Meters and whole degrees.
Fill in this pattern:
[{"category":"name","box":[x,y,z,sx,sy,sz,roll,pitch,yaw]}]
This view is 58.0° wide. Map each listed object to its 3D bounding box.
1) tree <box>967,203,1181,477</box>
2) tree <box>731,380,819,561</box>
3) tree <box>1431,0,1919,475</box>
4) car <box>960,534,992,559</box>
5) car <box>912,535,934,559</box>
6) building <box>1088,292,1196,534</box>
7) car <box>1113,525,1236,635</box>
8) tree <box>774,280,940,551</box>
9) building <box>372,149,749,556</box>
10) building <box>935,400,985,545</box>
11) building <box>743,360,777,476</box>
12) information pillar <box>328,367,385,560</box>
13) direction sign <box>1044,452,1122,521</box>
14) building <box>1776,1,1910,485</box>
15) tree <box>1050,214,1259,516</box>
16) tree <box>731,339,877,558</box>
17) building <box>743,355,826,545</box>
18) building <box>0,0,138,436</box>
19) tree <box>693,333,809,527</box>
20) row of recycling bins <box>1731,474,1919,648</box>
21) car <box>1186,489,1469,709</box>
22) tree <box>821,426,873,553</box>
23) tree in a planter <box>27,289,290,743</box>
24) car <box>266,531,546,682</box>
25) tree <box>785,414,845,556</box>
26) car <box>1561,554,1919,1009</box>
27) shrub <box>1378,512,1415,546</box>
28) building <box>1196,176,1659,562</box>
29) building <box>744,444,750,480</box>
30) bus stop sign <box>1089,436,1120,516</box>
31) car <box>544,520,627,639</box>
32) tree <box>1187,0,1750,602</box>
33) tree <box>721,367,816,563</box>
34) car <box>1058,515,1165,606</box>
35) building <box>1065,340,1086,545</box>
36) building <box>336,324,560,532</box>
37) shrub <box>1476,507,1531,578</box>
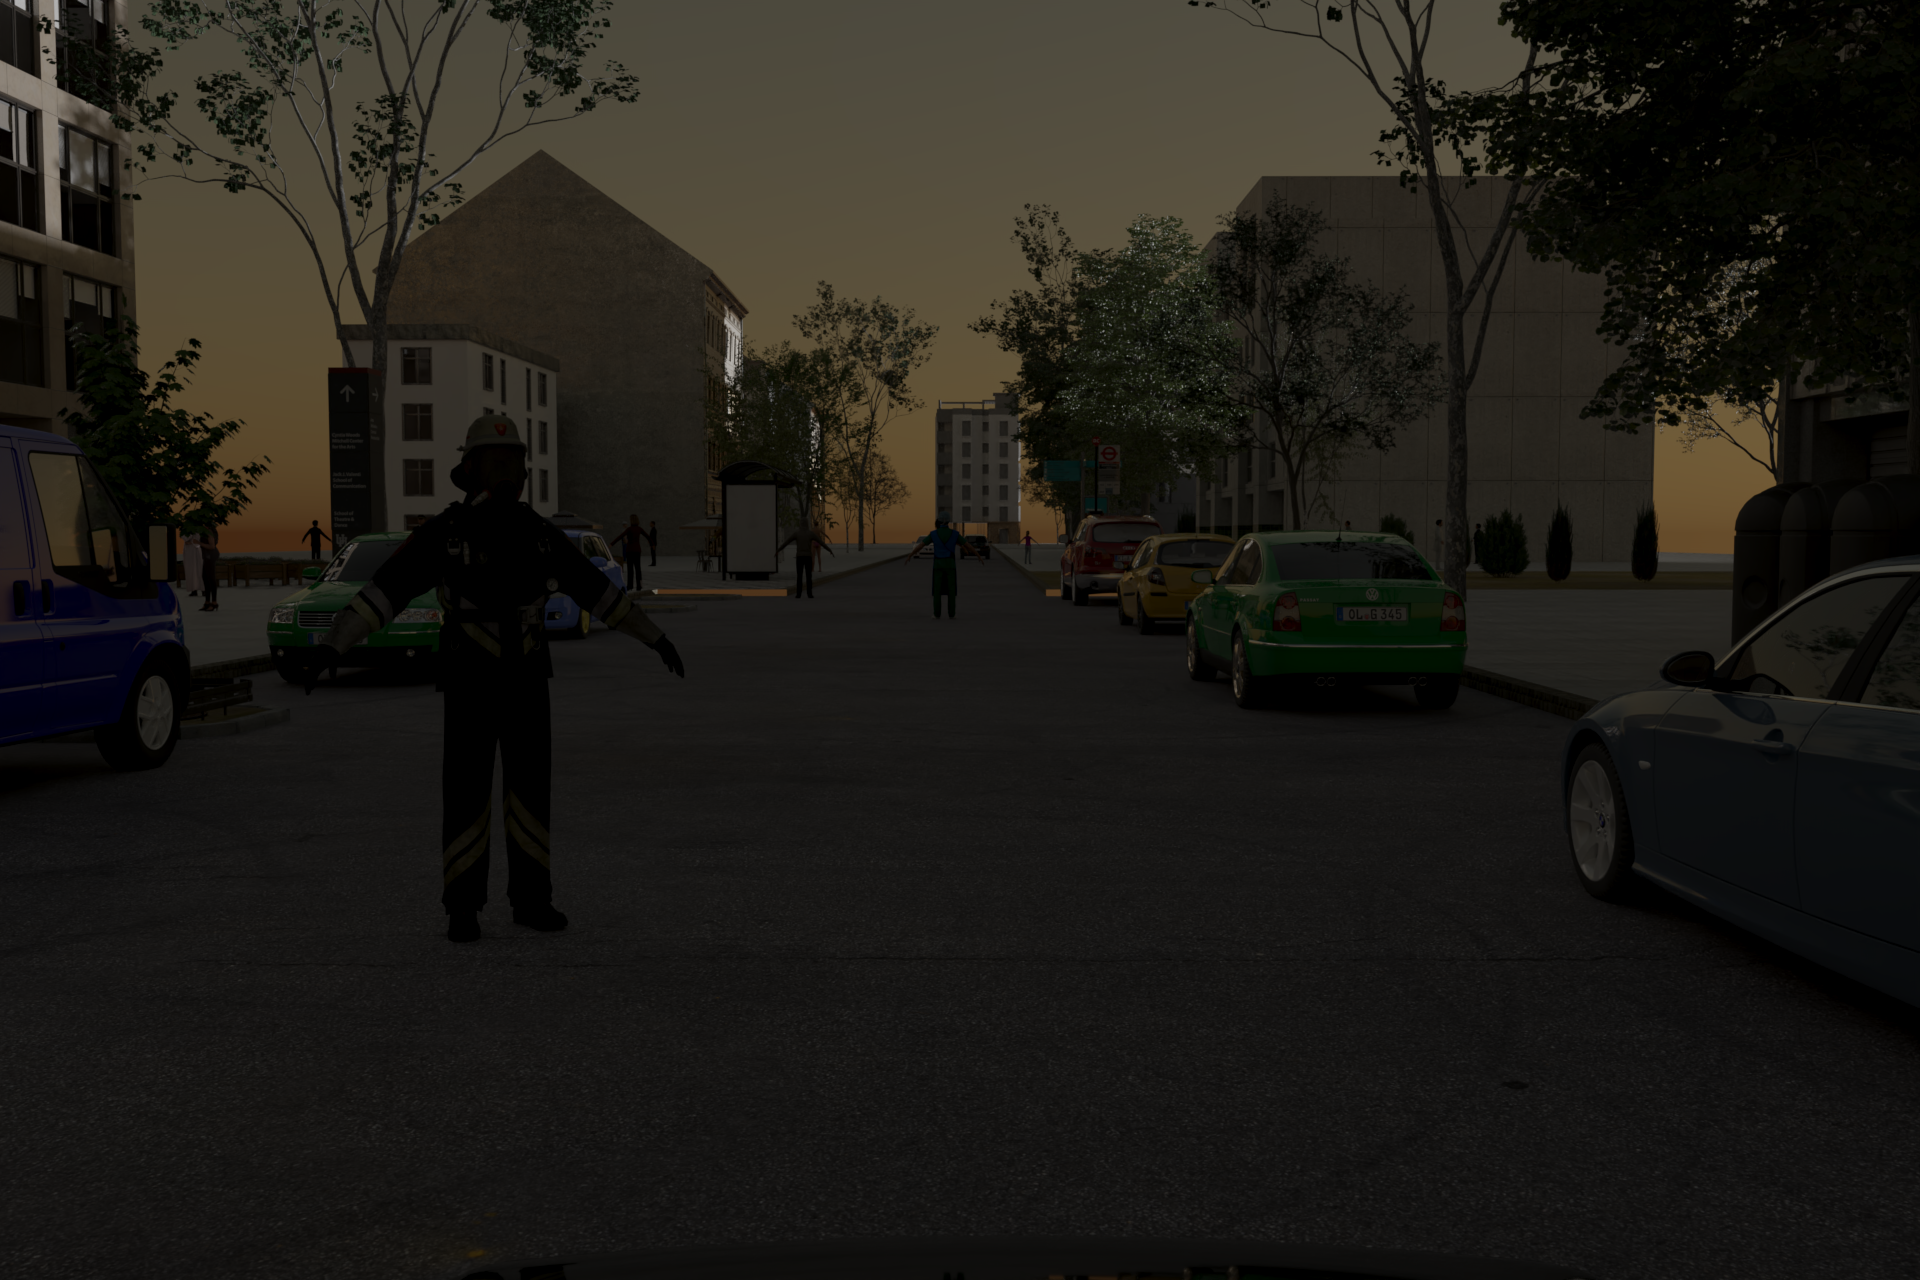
[{"category":"tree","box":[5.821,-15.015,101.386,12.611,20.169,13.585,0,3,0]},{"category":"tree","box":[-8.522,-8.043,81.867,4.737,8.622,4.395,0,3,0]},{"category":"tree","box":[8.975,-6.666,15.650,9.857,13.997,8.962,0,3,0]},{"category":"car","box":[0.856,-5.488,99.511,2.009,1.686,4.222,0,3,0]},{"category":"car","box":[-1.805,-5.538,102.910,2.083,1.381,4.827,0,4,1]},{"category":"building","box":[25.613,-19.486,162.569,27.936,21.610,32.646,0,4,1]},{"category":"car","box":[3.366,-0.969,26.072,2.015,1.641,3.980,0,4,-1]},{"category":"tree","box":[-7.952,-16.722,129.298,12.611,20.169,13.585,0,3,0]},{"category":"building","box":[-23.959,-16.977,108.499,19.493,23.208,18.063,0,4,0]},{"category":"building","box":[-3.006,-23.028,235.382,11.380,20.090,16.016,0,4,-2]},{"category":"building","box":[-26.316,-20.367,189.414,16.016,20.090,11.380,0,4,0]},{"category":"information pillar","box":[-9.474,-2.316,27.238,0.750,3.857,0.750,0,4,1]},{"category":"direction sign","box":[3.979,-4.089,55.622,2.525,3.948,1.411,0,3,0]},{"category":"building","box":[25.965,-13.140,32.100,12.078,24.872,19.932,0,4,1]},{"category":"tree","box":[6.884,-8.771,61.540,7.486,12.596,7.792,0,3,0]},{"category":"tree","box":[-8.260,-10.151,91.718,9.928,11.665,9.643,0,3,0]},{"category":"building","box":[-26.619,-23.294,211.781,19.493,23.208,18.063,0,4,1]},{"category":"building","box":[-31.884,-13.823,29.202,19.351,26.588,34.151,0,4,1]},{"category":"tree","box":[-7.894,-6.923,63.560,4.737,8.622,4.395,0,3,0]},{"category":"row of recycling bins","box":[6.571,-0.322,12.376,1.069,1.692,3.534,0,4,0]},{"category":"car","box":[3.146,-0.415,15.580,1.959,1.807,4.718,0,4,-1]},{"category":"tree","box":[-7.634,-10.258,118.076,4.360,8.622,3.978,0,3,0]},{"category":"tree in a planter","box":[-6.159,-0.951,12.770,1.991,3.239,1.994,0,4,1]},{"category":"car","box":[-5.670,-0.573,18.164,1.959,1.807,4.718,0,4,1]},{"category":"tree","box":[-8.518,-9.214,101.010,4.737,8.622,4.395,0,3,0]},{"category":"car","box":[3.349,0.410,5.302,2.014,1.417,4.499,0,4,0]},{"category":"shrub","box":[14.404,-3.266,57.826,1.690,2.028,1.600,0,3,0]},{"category":"building","box":[23.315,-13.933,94.258,16.747,18.905,31.486,0,4,0]},{"category":"building","box":[-24.078,-13.619,164.820,9.099,9.664,28.070,0,3,0]},{"category":"bus stop sign","box":[3.942,-3.591,47.411,0.855,3.939,0.416,0,4,-1]},{"category":"car","box":[-5.912,-0.926,24.724,1.945,1.707,3.694,0,4,1]},{"category":"tree","box":[9.668,-10.700,30.837,12.611,20.169,13.585,0,3,0]},{"category":"tree","box":[-8.076,-7.666,75.707,4.737,8.622,4.395,0,3,0]},{"category":"car","box":[3.243,-1.683,36.183,2.281,1.827,5.304,0,4,-1]},{"category":"building","box":[25.926,-21.707,198.890,27.936,21.610,32.646,0,4,1]},{"category":"building","box":[-23.773,-8.642,83.439,9.099,9.664,28.070,0,4,1]},{"category":"shrub","box":[15.977,-2.867,50.917,1.661,2.075,1.752,0,3,0]}]
